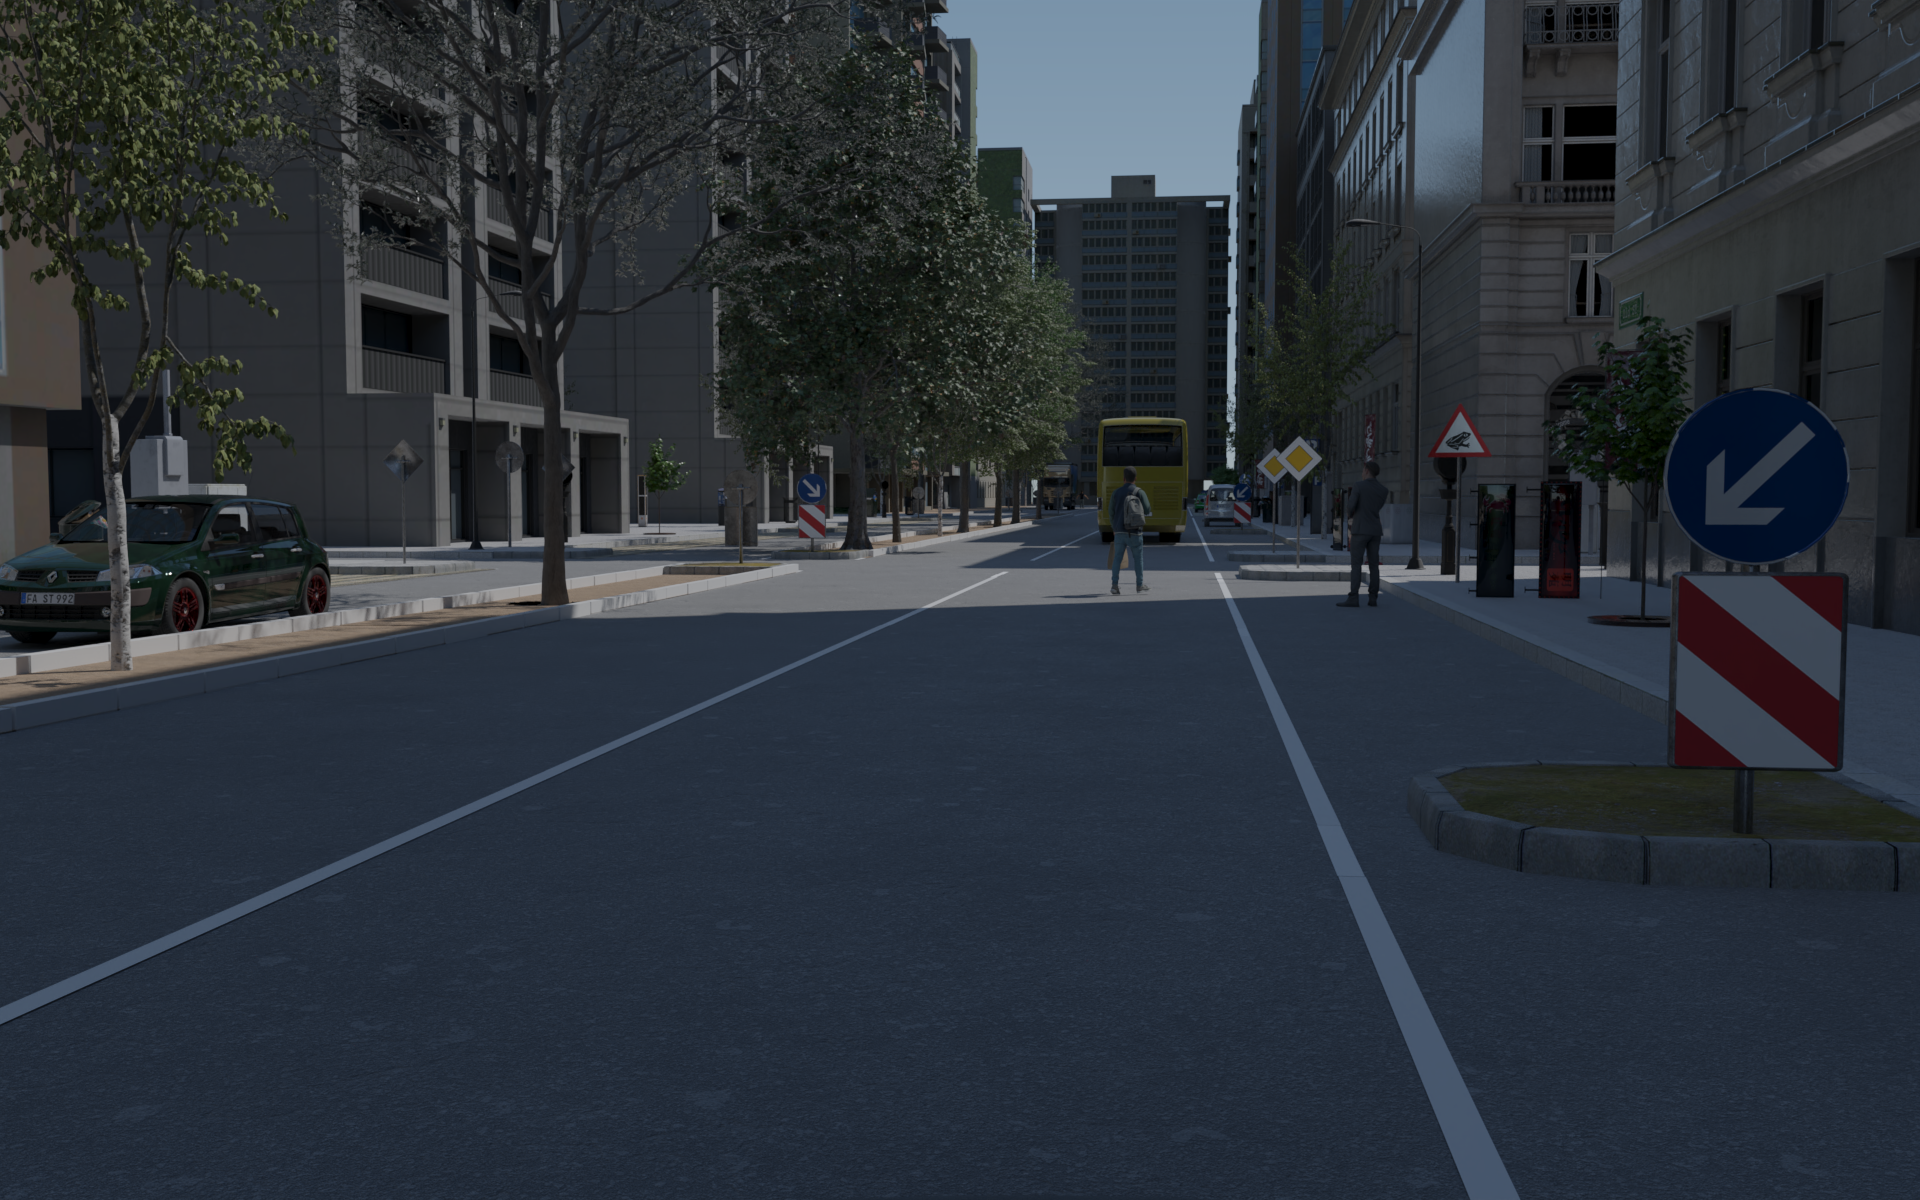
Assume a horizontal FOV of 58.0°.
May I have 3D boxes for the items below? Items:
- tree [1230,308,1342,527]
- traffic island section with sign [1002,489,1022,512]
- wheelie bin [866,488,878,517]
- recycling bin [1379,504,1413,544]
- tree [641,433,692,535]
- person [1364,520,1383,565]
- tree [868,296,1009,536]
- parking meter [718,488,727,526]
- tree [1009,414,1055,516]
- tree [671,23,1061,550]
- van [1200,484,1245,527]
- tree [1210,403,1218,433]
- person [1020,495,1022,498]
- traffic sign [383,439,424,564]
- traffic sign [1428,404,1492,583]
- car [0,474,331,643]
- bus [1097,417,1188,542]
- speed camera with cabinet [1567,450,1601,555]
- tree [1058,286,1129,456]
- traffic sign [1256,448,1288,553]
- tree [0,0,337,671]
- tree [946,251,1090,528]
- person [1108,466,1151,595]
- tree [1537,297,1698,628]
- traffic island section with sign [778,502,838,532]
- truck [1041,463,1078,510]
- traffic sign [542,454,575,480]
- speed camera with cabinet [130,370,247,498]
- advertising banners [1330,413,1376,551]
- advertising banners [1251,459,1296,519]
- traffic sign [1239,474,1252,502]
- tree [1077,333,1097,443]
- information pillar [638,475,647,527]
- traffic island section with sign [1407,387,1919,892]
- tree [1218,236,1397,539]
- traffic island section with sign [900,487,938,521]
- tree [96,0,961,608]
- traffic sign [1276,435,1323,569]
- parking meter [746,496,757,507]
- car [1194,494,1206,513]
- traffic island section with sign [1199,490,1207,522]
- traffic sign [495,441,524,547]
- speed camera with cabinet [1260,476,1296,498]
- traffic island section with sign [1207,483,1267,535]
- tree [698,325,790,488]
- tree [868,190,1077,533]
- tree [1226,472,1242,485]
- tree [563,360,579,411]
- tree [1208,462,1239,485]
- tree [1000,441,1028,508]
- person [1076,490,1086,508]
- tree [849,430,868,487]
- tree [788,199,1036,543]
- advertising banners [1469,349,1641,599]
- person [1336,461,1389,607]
[{"bbox_3d":[12.731,-7.146,67.192,4.360,8.622,3.978,0,3,0],"label":"tree"},{"bbox_3d":[4.037,-8.081,140.747,1.989,1.847,2.006,0,4,7],"label":"traffic island section with sign"},{"bbox_3d":[-4.982,-5.404,96.261,0.980,1.594,0.693,2,4,29],"label":"wheelie bin"},{"bbox_3d":[11.208,-1.957,44.551,0.722,1.027,0.722,-1,4,-19],"label":"recycling bin"},{"bbox_3d":[-9.529,-3.672,54.637,1.663,3.219,1.824,0,3,0],"label":"tree"},{"bbox_3d":[8.139,-1.578,34.315,0.388,1.821,0.555,3,4,38],"label":"person"},{"bbox_3d":[-0.653,-6.441,58.128,4.360,8.622,3.978,0,3,0],"label":"tree"},{"bbox_3d":[-9.569,-3.757,69.842,0.372,1.533,0.369,0,3,0],"label":"parking meter"},{"bbox_3d":[3.050,-8.352,89.370,4.360,8.622,3.978,0,3,0],"label":"tree"},{"bbox_3d":[-2.502,-7.507,42.204,9.611,12.733,9.660,0,3,0],"label":"tree"},{"bbox_3d":[11.703,-4.290,77.150,2.013,2.044,4.112,0,4,8],"label":"van"},{"bbox_3d":[16.338,-8.968,96.985,4.737,8.622,4.395,0,3,0],"label":"tree"},{"bbox_3d":[4.990,-8.254,144.930,0.593,1.643,0.415,3,5,41],"label":"person"},{"bbox_3d":[-10.237,-1.726,31.869,0.795,2.450,0.064,0,4,7],"label":"traffic sign"},{"bbox_3d":[7.204,-1.529,25.006,0.884,2.594,0.081,1,4,15],"label":"traffic sign"},{"bbox_3d":[-8.080,-0.491,17.821,2.009,1.686,4.222,0,4,7],"label":"car"},{"bbox_3d":[5.666,-3.845,54.414,2.896,3.916,12.252,0,4,5],"label":"bus"},{"bbox_3d":[13.419,-2.623,37.216,0.660,3.252,2.038,1,4,22],"label":"speed camera with cabinet"},{"bbox_3d":[4.465,-11.287,97.377,12.009,13.543,11.850,0,3,0],"label":"tree"},{"bbox_3d":[6.839,-2.084,37.716,0.795,2.450,0.064,0,4,7],"label":"traffic sign"},{"bbox_3d":[-6.767,-3.711,13.501,4.737,8.622,4.395,0,3,0],"label":"tree"},{"bbox_3d":[1.700,-8.872,73.272,9.928,11.665,9.643,0,3,0],"label":"tree"},{"bbox_3d":[2.354,-0.984,24.577,0.794,1.824,0.713,3,5,41],"label":"person"},{"bbox_3d":[6.868,-1.379,17.143,1.663,3.219,1.824,0,3,0],"label":"tree"},{"bbox_3d":[-5.677,-3.456,65.140,1.989,1.847,2.006,0,4,7],"label":"traffic island section with sign"},{"bbox_3d":[9.076,-10.261,156.675,2.839,4.237,11.283,0,4,7],"label":"truck"},{"bbox_3d":[-9.221,-2.211,39.789,0.795,2.450,0.064,0,4,7],"label":"traffic sign"},{"bbox_3d":[-12.608,-2.081,28.358,0.660,3.252,2.038,1,4,17],"label":"speed camera with cabinet"},{"bbox_3d":[8.745,-2.589,38.522,0.090,3.025,2.074,-1,4,-13],"label":"advertising banners"},{"bbox_3d":[15.691,-5.515,86.350,2.074,3.025,0.090,1,4,23],"label":"advertising banners"},{"bbox_3d":[17.888,-6.635,108.591,0.768,2.556,0.104,1,4,10],"label":"traffic sign"},{"bbox_3d":[2.583,-9.872,81.992,7.486,12.596,7.792,0,3,0],"label":"tree"},{"bbox_3d":[-12.312,-3.834,67.178,0.304,2.012,0.304,0,4,3],"label":"information pillar"},{"bbox_3d":[2.959,0.085,7.244,1.989,1.847,2.006,0,4,7],"label":"traffic island section with sign"},{"bbox_3d":[10.103,-6.032,48.984,4.737,8.622,4.395,0,3,0],"label":"tree"},{"bbox_3d":[-2.213,-5.100,92.016,1.989,1.847,2.006,0,4,7],"label":"traffic island section with sign"},{"bbox_3d":[-5.187,-6.657,21.676,12.009,13.543,11.850,0,3,0],"label":"tree"},{"bbox_3d":[5.823,-1.600,29.796,0.795,2.450,0.064,0,4,7],"label":"traffic sign"},{"bbox_3d":[-7.839,-3.624,64.967,0.399,1.863,0.255,3,5,43],"label":"parking meter"},{"bbox_3d":[18.981,-7.626,133.488,1.959,1.807,4.718,0,4,8],"label":"car"},{"bbox_3d":[13.532,-4.956,89.658,1.989,1.847,2.006,0,4,7],"label":"traffic island section with sign"},{"bbox_3d":[-10.868,-2.547,41.745,0.768,2.556,0.104,1,4,14],"label":"traffic sign"},{"bbox_3d":[16.697,-5.906,90.895,0.660,3.252,2.038,-3,5,-39],"label":"speed camera with cabinet"},{"bbox_3d":[9.999,-3.276,62.190,1.989,1.847,2.006,0,4,7],"label":"traffic island section with sign"},{"bbox_3d":[-8.421,-7.283,69.434,4.360,8.622,3.978,0,3,0],"label":"tree"},{"bbox_3d":[0.087,-8.774,64.044,7.486,12.596,7.792,0,3,0],"label":"tree"},{"bbox_3d":[21.773,-8.658,136.153,1.663,3.219,1.824,0,3,0],"label":"tree"},{"bbox_3d":[-18.249,-7.510,73.151,4.360,8.622,3.978,0,3,0],"label":"tree"},{"bbox_3d":[28.791,-12.517,188.358,4.285,4.588,4.351,0,3,0],"label":"tree"},{"bbox_3d":[4.806,-13.007,163.023,4.737,8.622,4.395,0,3,0],"label":"tree"},{"bbox_3d":[12.370,-10.215,175.531,1.348,1.822,0.705,2,4,30],"label":"person"},{"bbox_3d":[-4.581,-9.192,100.650,4.360,8.622,3.978,0,3,0],"label":"tree"},{"bbox_3d":[-1.788,-6.977,50.938,8.767,10.594,7.601,0,4,7],"label":"tree"},{"bbox_3d":[7.335,-1.530,21.209,2.074,3.025,0.090,1,4,14],"label":"advertising banners"},{"bbox_3d":[5.125,-0.845,22.128,0.655,1.846,0.447,-2,4,-24],"label":"person"}]
